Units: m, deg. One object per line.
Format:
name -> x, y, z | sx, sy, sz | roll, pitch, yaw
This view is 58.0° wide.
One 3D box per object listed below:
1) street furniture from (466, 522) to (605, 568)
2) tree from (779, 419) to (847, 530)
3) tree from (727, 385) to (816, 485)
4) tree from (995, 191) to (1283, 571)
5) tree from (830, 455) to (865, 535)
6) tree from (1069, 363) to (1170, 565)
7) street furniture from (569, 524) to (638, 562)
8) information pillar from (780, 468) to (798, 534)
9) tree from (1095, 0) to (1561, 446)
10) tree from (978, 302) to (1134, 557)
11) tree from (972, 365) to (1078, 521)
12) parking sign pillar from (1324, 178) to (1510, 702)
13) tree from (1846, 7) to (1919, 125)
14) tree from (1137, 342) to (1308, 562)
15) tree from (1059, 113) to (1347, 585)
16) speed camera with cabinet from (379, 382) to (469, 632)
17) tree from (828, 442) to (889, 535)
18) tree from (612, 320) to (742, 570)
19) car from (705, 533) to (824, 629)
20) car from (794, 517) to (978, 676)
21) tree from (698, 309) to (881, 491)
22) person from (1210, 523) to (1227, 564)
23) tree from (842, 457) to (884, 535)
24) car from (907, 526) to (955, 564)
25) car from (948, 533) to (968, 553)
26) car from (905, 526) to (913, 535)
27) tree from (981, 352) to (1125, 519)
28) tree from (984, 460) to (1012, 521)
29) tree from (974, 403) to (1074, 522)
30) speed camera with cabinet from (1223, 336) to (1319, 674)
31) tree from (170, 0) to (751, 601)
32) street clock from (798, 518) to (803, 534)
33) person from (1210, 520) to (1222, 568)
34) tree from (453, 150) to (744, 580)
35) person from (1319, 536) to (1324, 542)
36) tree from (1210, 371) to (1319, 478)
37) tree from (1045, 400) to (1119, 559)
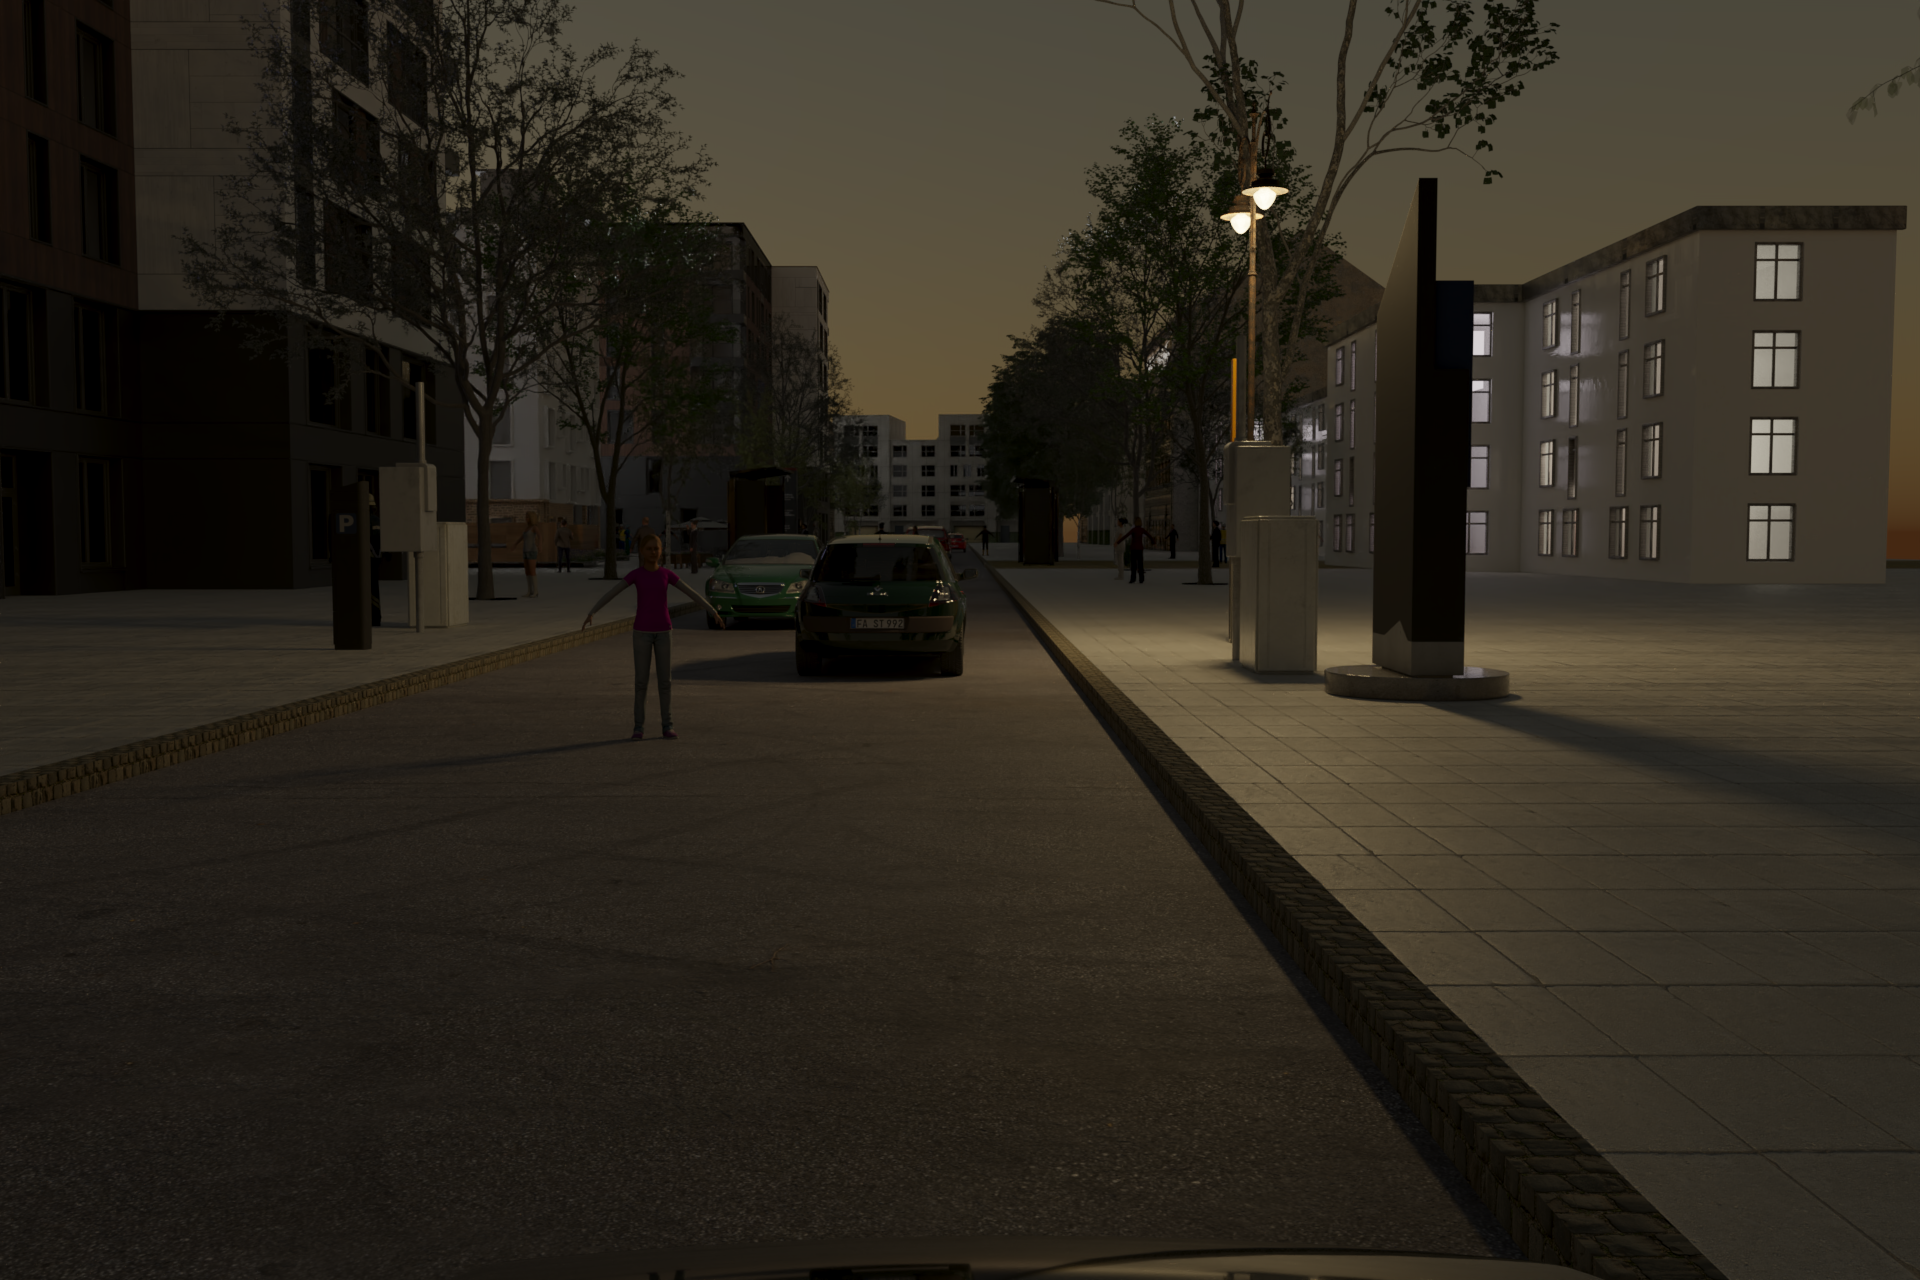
street furniture -> -16.779, -3.800, 68.990 | 9.812, 1.723, 11.010 | 0, 4, -7
tree -> -9.416, -9.652, 108.169 | 4.737, 8.622, 4.395 | 0, 3, 0
tree -> -9.523, -8.245, 85.169 | 4.737, 8.622, 4.395 | 0, 3, 0
tree -> 6.249, -9.170, 60.294 | 12.009, 13.543, 11.850 | 0, 3, 0
tree -> -10.091, -12.298, 151.429 | 4.737, 8.622, 4.395 | 0, 3, 0
tree -> 6.212, -7.410, 71.524 | 4.360, 8.622, 3.978 | 0, 3, 0
street furniture -> -18.478, -4.551, 81.259 | 9.812, 1.723, 11.010 | 1, 4, 12
information pillar -> -6.723, -4.816, 68.125 | 0.750, 3.857, 0.750 | 0, 4, 0
tree -> 6.134, -10.620, 29.534 | 12.611, 20.169, 13.585 | 0, 3, 0
tree -> 5.487, -11.626, 96.744 | 9.857, 13.997, 8.962 | 0, 3, 0
tree -> 5.791, -13.370, 125.255 | 9.857, 13.997, 8.962 | 0, 3, 0
parking sign pillar -> 3.675, -1.552, 13.849 | 1.447, 3.967, 1.447 | 0, 4, 0
tree -> 5.662, -3.587, 9.017 | 4.360, 8.622, 3.978 | 0, 3, 0
tree -> 11.758, -8.863, 79.320 | 8.767, 10.594, 7.601 | 1, 4, 14
tree -> 6.062, -7.205, 43.559 | 9.928, 11.665, 9.643 | 0, 3, 0
speed camera with cabinet -> -7.223, -1.775, 23.356 | 0.660, 3.252, 2.038 | 0, 4, 0
tree -> -10.303, -14.159, 165.919 | 7.601, 10.594, 8.767 | 0, 4, -4
tree -> -9.690, -6.455, 55.909 | 4.360, 8.622, 3.978 | 0, 3, 0
car -> -2.909, -0.973, 27.700 | 2.131, 1.459, 4.920 | 0, 4, 0
car -> -0.802, -0.559, 18.924 | 2.009, 1.686, 4.222 | 0, 4, 0
tree -> -9.526, -11.334, 95.685 | 12.009, 13.543, 11.850 | 0, 3, 0
person -> 11.397, -4.200, 75.130 | 1.216, 1.772, 0.721 | -1, 4, -12
tree -> -9.120, -12.724, 158.402 | 4.737, 8.622, 4.395 | 0, 3, 0
car -> -1.399, -4.444, 81.339 | 2.281, 1.827, 5.304 | 0, 4, 0
car -> -0.411, -7.731, 135.437 | 2.155, 1.783, 4.494 | 0, 3, 0
car -> -1.950, -4.847, 87.915 | 2.281, 1.827, 5.304 | 0, 4, -1
tree -> 5.953, -12.295, 107.671 | 9.857, 13.997, 8.962 | 0, 3, 0
tree -> 5.794, -15.382, 169.628 | 7.486, 12.596, 7.792 | 0, 3, 0
tree -> 5.844, -14.541, 144.405 | 9.857, 13.997, 8.962 | 0, 3, 0
speed camera with cabinet -> 2.994, -1.369, 16.715 | 0.660, 3.252, 2.038 | 0, 4, 0
tree -> -9.284, -7.527, 33.432 | 12.009, 13.543, 11.850 | 0, 3, 0
street clock -> -7.185, -4.436, 77.103 | 0.358, 2.002, 0.471 | 0, 4, 0
person -> 9.800, -3.690, 66.523 | 0.705, 1.806, 1.347 | 2, 4, 29
tree -> -9.880, -7.487, 48.164 | 9.928, 11.665, 9.643 | 0, 3, 0
person -> 16.407, -4.566, 80.509 | 1.347, 1.847, 0.705 | -3, 5, -39
tree -> 11.857, -7.369, 70.848 | 4.360, 8.622, 3.978 | 0, 3, 0
tree -> 6.025, -8.444, 88.415 | 4.360, 8.622, 3.978 | 0, 3, 0
